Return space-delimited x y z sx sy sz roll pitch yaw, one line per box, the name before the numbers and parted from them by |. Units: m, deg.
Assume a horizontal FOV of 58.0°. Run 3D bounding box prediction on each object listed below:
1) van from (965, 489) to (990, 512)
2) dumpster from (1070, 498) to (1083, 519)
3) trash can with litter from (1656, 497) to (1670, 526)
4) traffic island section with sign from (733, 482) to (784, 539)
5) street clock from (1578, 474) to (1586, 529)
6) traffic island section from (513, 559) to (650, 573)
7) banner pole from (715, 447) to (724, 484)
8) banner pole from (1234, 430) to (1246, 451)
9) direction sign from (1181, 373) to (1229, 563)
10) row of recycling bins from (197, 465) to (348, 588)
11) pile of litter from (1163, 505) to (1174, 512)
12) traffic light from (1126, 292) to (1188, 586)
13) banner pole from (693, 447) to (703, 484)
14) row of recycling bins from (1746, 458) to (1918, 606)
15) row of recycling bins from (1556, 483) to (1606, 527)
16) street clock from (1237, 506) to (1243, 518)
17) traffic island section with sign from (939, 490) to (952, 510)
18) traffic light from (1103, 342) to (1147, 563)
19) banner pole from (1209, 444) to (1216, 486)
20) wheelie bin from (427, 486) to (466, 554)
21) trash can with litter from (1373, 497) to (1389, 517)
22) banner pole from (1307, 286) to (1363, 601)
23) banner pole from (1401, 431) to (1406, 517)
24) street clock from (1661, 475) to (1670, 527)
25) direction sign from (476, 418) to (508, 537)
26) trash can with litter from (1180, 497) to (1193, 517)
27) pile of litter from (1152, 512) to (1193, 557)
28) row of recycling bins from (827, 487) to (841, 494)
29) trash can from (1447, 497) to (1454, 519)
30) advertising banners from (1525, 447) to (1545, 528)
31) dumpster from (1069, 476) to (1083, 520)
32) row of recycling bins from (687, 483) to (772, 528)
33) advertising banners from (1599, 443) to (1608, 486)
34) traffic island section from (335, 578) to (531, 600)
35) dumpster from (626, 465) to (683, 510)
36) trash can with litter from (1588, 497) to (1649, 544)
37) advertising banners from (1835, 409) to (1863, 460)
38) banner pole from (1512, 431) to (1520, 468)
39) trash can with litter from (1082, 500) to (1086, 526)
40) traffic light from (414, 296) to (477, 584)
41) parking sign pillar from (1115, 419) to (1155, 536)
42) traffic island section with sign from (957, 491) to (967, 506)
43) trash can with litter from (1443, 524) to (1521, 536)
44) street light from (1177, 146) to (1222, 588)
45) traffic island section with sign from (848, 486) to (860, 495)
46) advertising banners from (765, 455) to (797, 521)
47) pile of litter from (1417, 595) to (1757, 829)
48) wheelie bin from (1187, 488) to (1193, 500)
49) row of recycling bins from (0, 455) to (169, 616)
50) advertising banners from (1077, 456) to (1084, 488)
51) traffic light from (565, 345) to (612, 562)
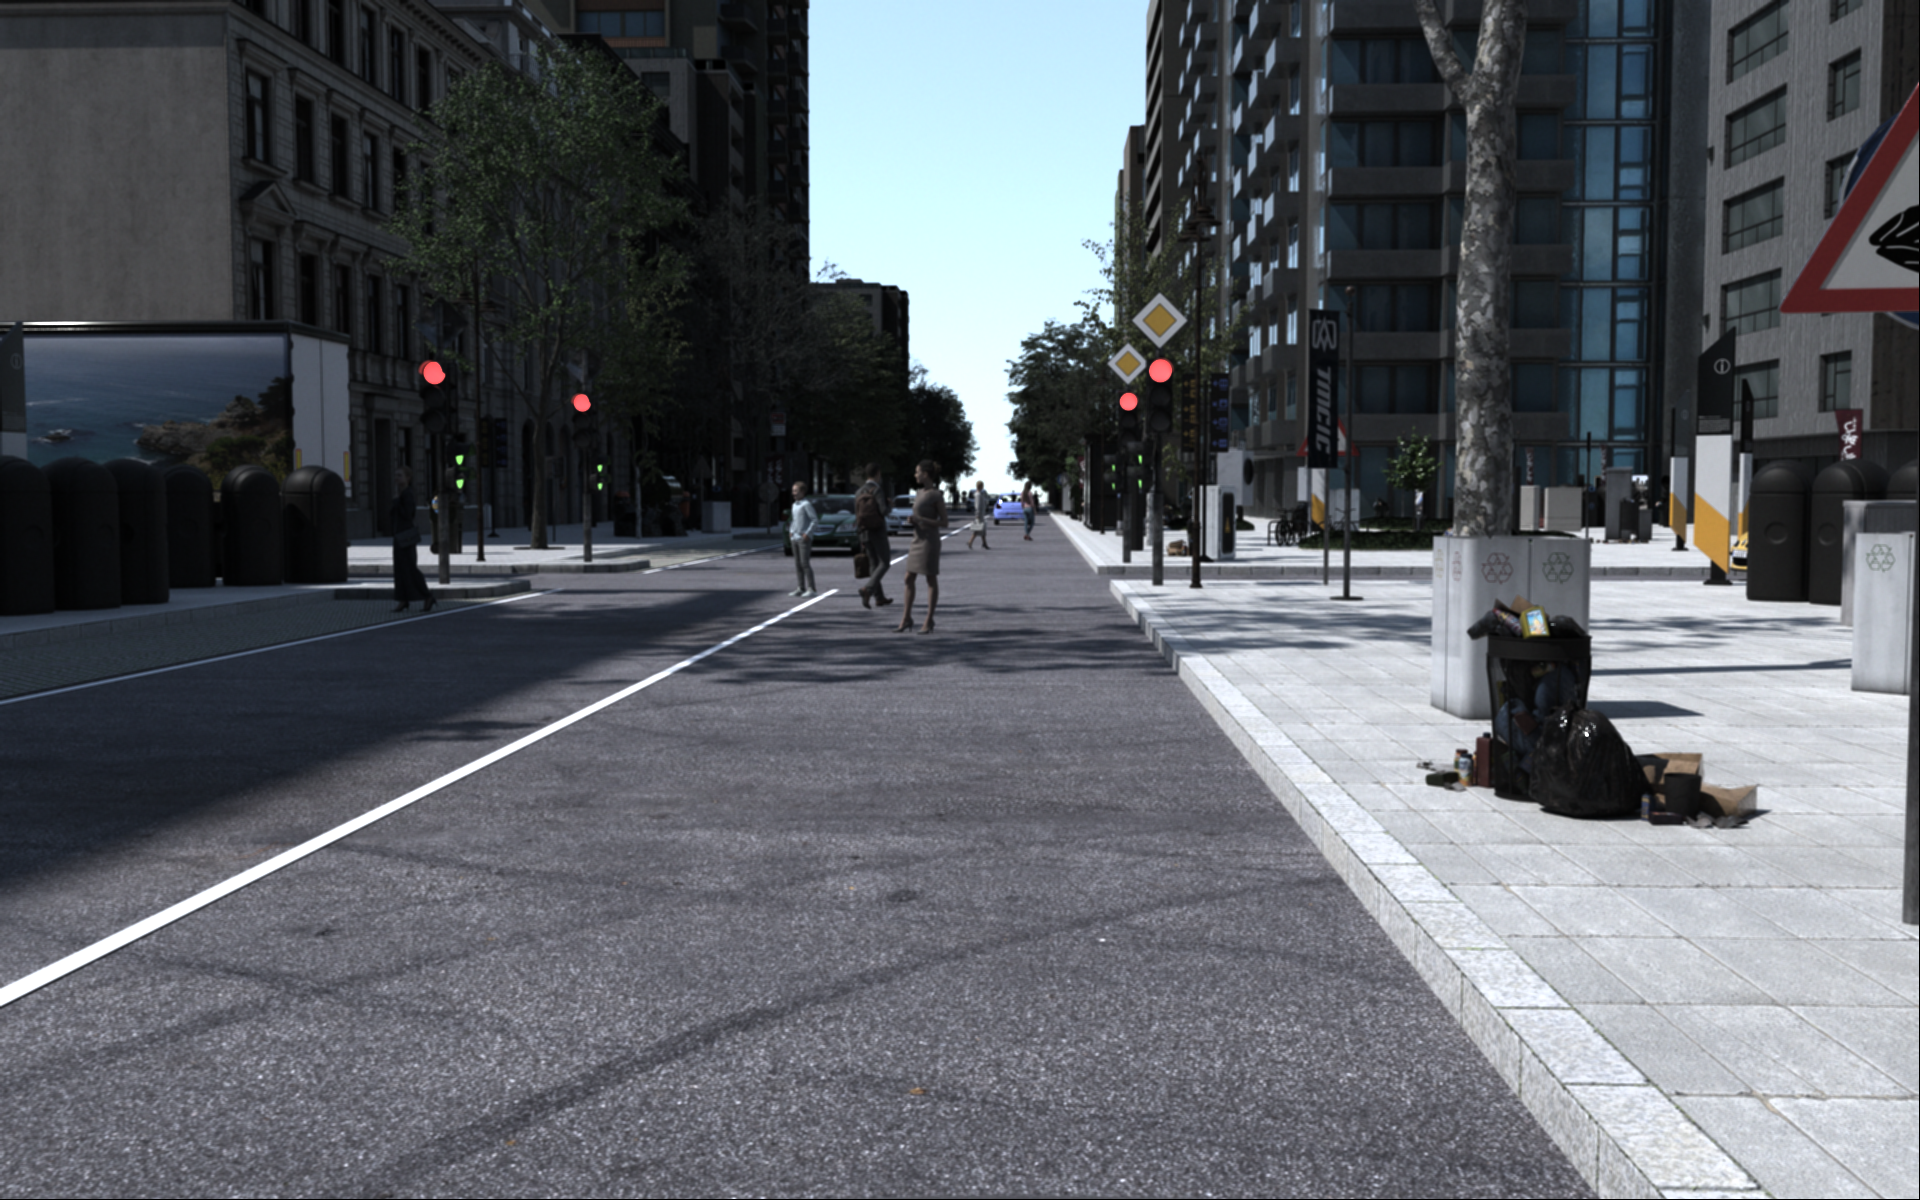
van | 1.399 -8.039 138.456 2.013 2.044 4.112 0 4 3
dumpster | 6.286 -5.101 89.165 1.264 1.857 1.865 0 4 2
trash can with litter | 28.590 -3.609 70.387 0.624 1.170 1.055 1 4 21
traffic island section with sign | -6.106 -2.848 55.196 1.989 1.847 2.006 0 4 2
street clock | 22.961 -3.638 64.055 0.358 2.002 0.471 1 4 19
traffic island section | -7.050 -0.639 32.730 2.009 0.180 2.903 0 4 2
banner pole | -12.870 -6.296 92.960 0.863 3.779 0.401 2 4 31
banner pole | 10.946 -4.766 67.943 0.863 3.779 0.401 -3 4 -37
direction sign | 4.592 -2.477 32.500 0.876 3.537 0.379 1 4 10
row of recycling bins | -10.355 -1.045 24.205 3.534 1.692 1.069 -3 5 -40
pile of litter | 8.380 -3.380 69.225 1.719 0.858 1.176 3 5 40
traffic light | 2.758 -2.158 24.208 0.839 4.253 0.868 0 4 2
banner pole | -13.873 -6.215 91.632 0.863 3.779 0.401 3 4 37
row of recycling bins | 10.647 -0.772 19.737 1.069 1.692 3.534 -2 4 -33
row of recycling bins | 24.579 -3.657 66.897 3.534 1.692 1.069 -1 4 -12
street clock | 11.289 -3.986 69.741 0.358 2.002 0.471 -3 5 -43
traffic island section with sign | -1.721 -9.236 159.635 1.989 1.847 2.006 0 4 2
traffic light | 3.093 -2.646 32.187 0.839 4.253 0.868 0 4 2
banner pole | 11.286 -5.303 76.716 0.863 3.779 0.401 -3 5 -42
wheelie bin | -11.009 -1.793 37.226 0.693 1.594 0.980 0 4 -1
trash can with litter | 16.422 -3.368 66.458 1.055 1.170 0.624 0 4 7
banner pole | 4.490 -1.884 20.814 0.863 3.779 0.401 -2 4 -28
banner pole | 17.632 -4.834 69.054 0.401 3.779 0.863 2 4 26
street clock | 27.221 -3.796 66.638 0.358 2.002 0.471 -2 4 -25
direction sign | -13.904 -3.640 51.519 0.876 3.537 0.379 -2 4 -23
trash can with litter | 9.568 -3.695 71.806 0.624 1.170 1.055 -1 4 -19
pile of litter | 4.801 -1.348 36.013 1.719 0.858 1.176 0 4 2
row of recycling bins | -7.403 -5.682 100.009 1.069 1.692 3.534 0 3 0
trash can | 20.678 -3.711 72.327 0.748 1.137 0.748 0 3 0
advertising banners | 21.734 -4.188 64.656 2.074 3.025 0.090 -2 4 -33
dumpster | 6.144 -5.067 85.339 1.502 2.255 1.985 0 4 3
row of recycling bins | -8.937 -3.673 67.166 3.534 1.692 1.069 1 4 15
advertising banners | 22.809 -3.927 60.397 2.074 3.025 0.090 -3 5 -40
traffic island section | -7.385 -0.151 24.752 2.009 0.180 2.903 0 4 2
dumpster | -10.045 -3.330 56.943 1.502 2.255 1.985 0 4 2
trash can with litter | 17.072 -2.093 45.270 2.233 1.210 1.678 -1 4 -9
advertising banners | 18.928 -2.391 35.278 2.074 3.025 0.090 2 4 30
banner pole | 22.057 -4.838 69.124 0.863 3.779 0.401 -1 4 -15
trash can with litter | 5.122 -3.551 69.448 0.624 1.170 1.055 0 4 -4
traffic light | -7.345 -2.183 24.616 0.839 4.253 0.868 0 4 2
parking sign pillar | 5.518 -3.963 53.272 1.447 3.967 1.447 -1 4 -8
traffic island section with sign | 0.607 -12.610 214.799 1.989 1.847 2.006 0 4 2
trash can with litter | 5.069 -0.297 16.246 1.055 1.170 0.624 -2 4 -28
street light | 3.225 -3.101 23.482 0.468 5.910 1.993 0 4 2
traffic island section with sign | -4.978 -4.495 82.127 1.989 1.847 2.006 0 4 2
advertising banners | -8.223 -5.219 81.523 2.074 3.025 0.090 1 4 19
pile of litter | 2.656 0.399 7.444 1.176 0.858 1.719 0 4 -5
wheelie bin | 12.371 -5.142 91.981 0.693 1.594 0.980 0 4 3
row of recycling bins | -10.087 -0.727 19.004 1.069 1.692 3.534 1 4 16
advertising banners | 6.268 -5.088 79.376 2.074 3.025 0.090 2 4 32
traffic light | -7.010 -2.671 32.594 0.839 4.253 0.868 0 4 2
